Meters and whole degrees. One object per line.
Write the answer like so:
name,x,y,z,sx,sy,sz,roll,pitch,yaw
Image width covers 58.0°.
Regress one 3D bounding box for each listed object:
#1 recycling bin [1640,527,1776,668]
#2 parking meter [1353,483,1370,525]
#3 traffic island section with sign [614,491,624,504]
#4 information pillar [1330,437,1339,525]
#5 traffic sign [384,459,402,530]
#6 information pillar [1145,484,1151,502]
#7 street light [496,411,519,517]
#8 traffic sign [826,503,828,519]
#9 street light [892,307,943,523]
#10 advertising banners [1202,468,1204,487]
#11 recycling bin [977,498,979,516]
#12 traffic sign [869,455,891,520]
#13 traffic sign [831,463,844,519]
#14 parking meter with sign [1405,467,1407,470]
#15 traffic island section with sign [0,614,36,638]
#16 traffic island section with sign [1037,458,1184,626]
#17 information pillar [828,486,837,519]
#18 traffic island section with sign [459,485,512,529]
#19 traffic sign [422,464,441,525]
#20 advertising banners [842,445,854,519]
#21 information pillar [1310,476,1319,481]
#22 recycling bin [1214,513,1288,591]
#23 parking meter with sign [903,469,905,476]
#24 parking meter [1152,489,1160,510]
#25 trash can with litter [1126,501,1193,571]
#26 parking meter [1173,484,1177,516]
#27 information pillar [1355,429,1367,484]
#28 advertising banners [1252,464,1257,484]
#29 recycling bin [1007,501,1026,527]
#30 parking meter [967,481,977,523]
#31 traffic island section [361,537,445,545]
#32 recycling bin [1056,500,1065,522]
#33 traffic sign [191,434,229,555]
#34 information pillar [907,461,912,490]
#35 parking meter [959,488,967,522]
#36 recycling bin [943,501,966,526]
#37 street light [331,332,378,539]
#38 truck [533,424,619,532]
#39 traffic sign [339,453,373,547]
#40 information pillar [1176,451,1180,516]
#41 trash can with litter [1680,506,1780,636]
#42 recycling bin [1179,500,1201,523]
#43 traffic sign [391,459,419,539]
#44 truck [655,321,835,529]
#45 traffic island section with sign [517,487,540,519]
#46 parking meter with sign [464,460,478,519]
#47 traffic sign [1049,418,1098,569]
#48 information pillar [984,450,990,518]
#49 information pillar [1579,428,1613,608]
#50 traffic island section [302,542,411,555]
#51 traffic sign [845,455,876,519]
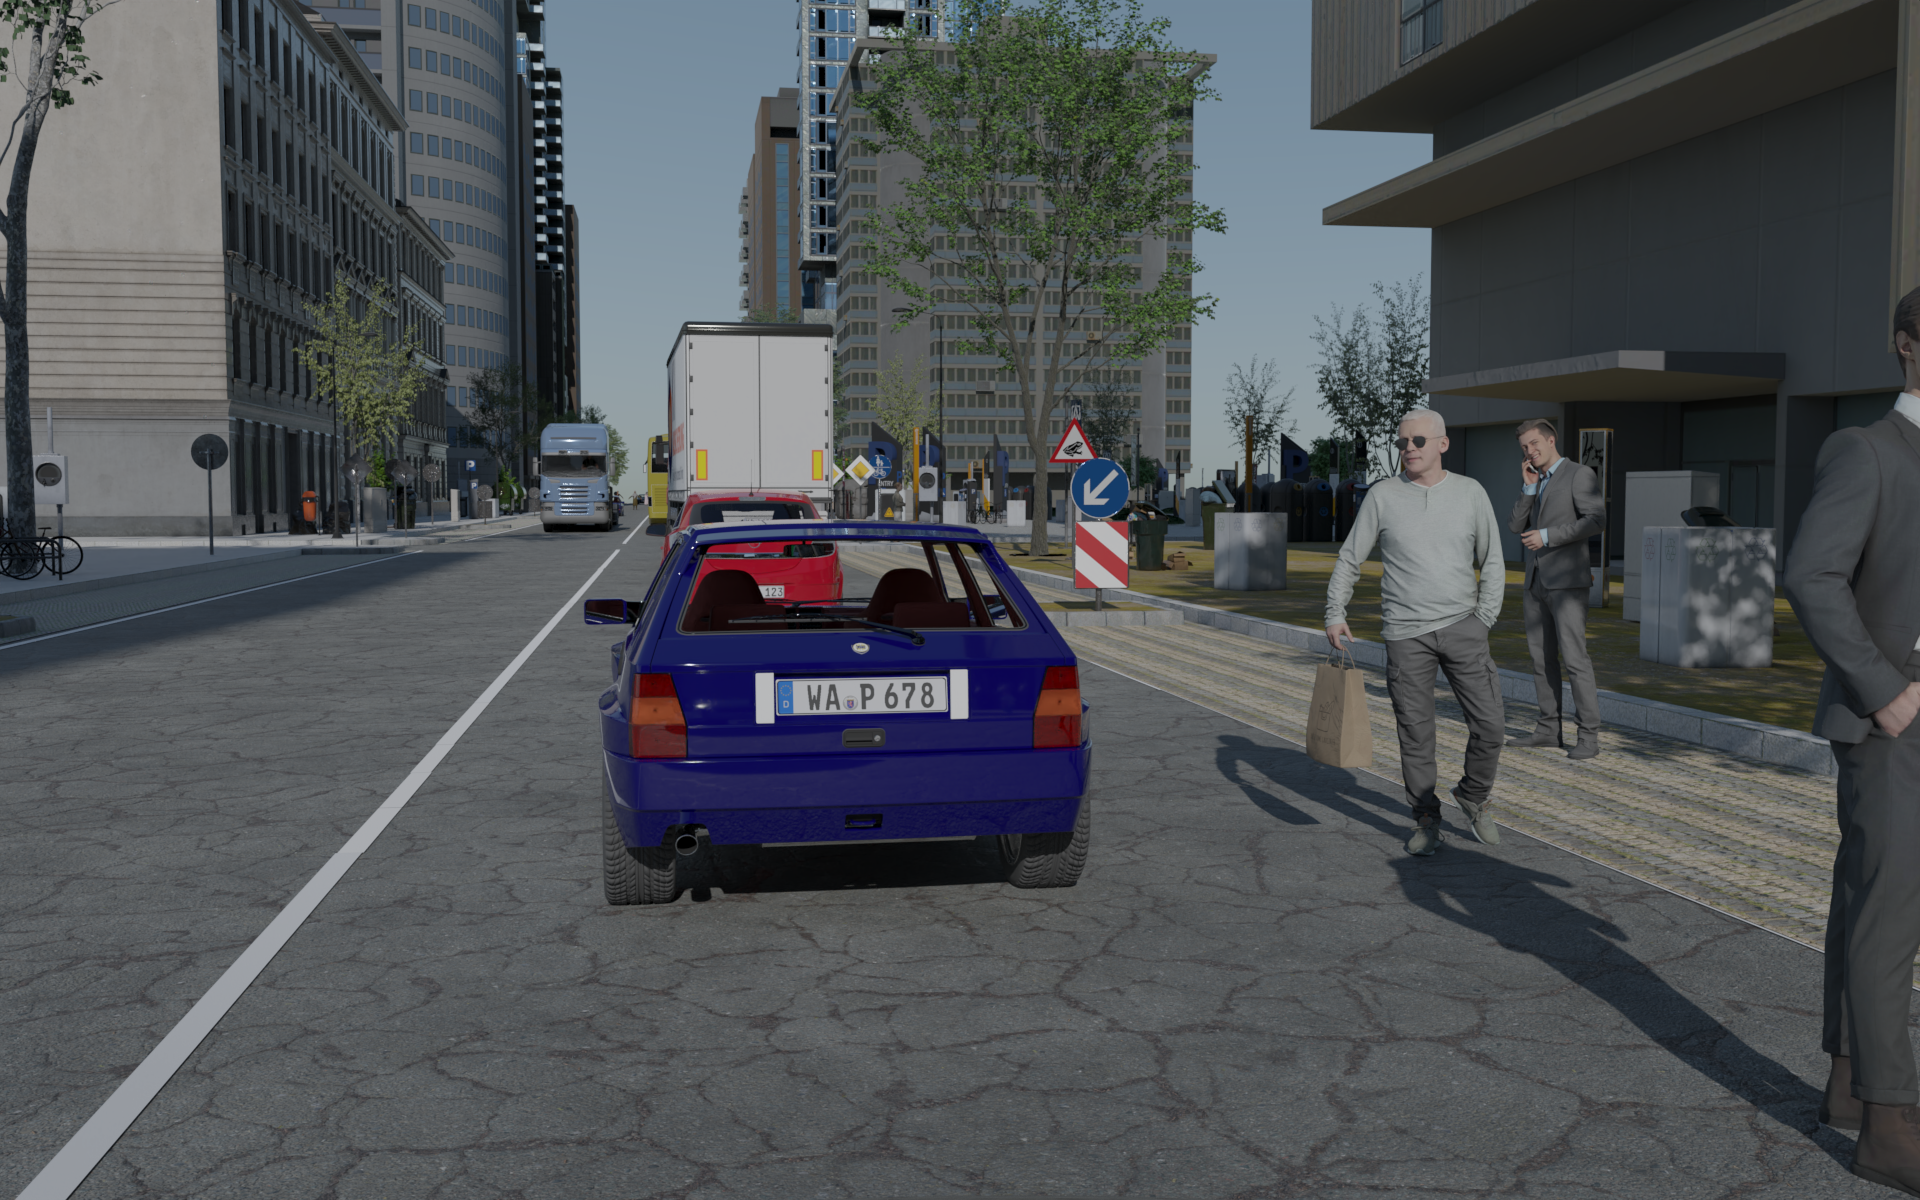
recycling bin,5.642,-0.033,13.095,0.722,1.027,0.722,0,4,-3
parking meter,9.460,-1.982,40.811,0.372,1.533,0.369,0,3,0
traffic island section with sign,-50.771,-15.131,256.016,1.989,1.847,2.006,-1,4,-10
information pillar,15.427,-4.898,71.442,0.183,3.616,0.504,-2,4,-30
traffic sign,-20.358,-3.812,62.431,0.768,2.556,0.104,0,3,0
information pillar,13.026,-7.084,120.312,0.304,2.012,0.304,-3,5,-43
street light,-25.345,-7.607,96.916,1.470,5.913,1.316,-1,4,-10
traffic sign,-5.658,-4.498,73.646,0.768,2.556,0.104,-1,4,-9
street light,-1.010,-4.329,43.325,1.470,5.913,1.316,-1,4,-10
advertising banners,15.999,-7.293,115.432,0.090,3.025,2.074,1,4,22
recycling bin,0.691,-5.566,103.556,0.722,1.027,0.722,2,4,33
traffic sign,-2.617,-3.442,56.375,0.768,2.556,0.104,0,4,-7
traffic sign,-3.861,-2.955,51.954,0.795,2.450,0.064,-1,4,-10
parking meter with sign,27.399,-6.683,105.525,0.543,3.016,1.738,0,4,-7
traffic island section with sign,-10.515,-0.533,17.345,1.989,1.847,2.006,-1,4,-10
traffic island section with sign,1.297,-0.671,19.595,1.989,1.847,2.006,-1,4,-10
information pillar,-5.681,-4.454,77.316,0.304,2.012,0.304,3,4,38
traffic island section with sign,-19.758,-3.885,72.143,1.989,1.847,2.006,-1,4,-10
traffic sign,-22.114,-4.430,72.537,0.768,2.556,0.104,0,4,-5
advertising banners,-4.118,-4.109,63.377,0.090,3.025,2.074,0,4,7
information pillar,14.808,-4.155,72.426,0.304,2.012,0.304,-1,4,-15
recycling bin,3.904,-0.656,23.276,0.722,1.027,0.722,-2,4,-29
parking meter with sign,-4.258,-7.573,120.076,0.543,3.016,1.738,1,4,12
parking meter,9.244,-4.486,81.762,0.372,1.533,0.369,0,3,0
trash can with litter,3.369,-1.088,29.181,1.055,1.170,0.624,-2,4,-29
parking meter,12.602,-5.825,100.950,0.255,1.863,0.399,1,4,21
information pillar,14.446,-4.352,62.506,0.504,3.616,0.183,-2,4,-26
advertising banners,17.214,-6.225,97.961,0.090,3.025,2.074,-3,5,-41
recycling bin,2.193,-3.363,67.542,0.722,1.027,0.722,0,4,2
parking meter,0.543,-4.381,77.341,0.399,1.863,0.255,-2,4,-31
traffic island section,-16.010,-1.695,49.995,2.009,0.180,2.903,-1,4,-10
recycling bin,4.827,-4.043,78.658,0.722,1.027,0.722,-2,4,-26
traffic sign,-15.807,-2.227,36.510,0.768,2.556,0.104,0,4,-5
information pillar,-3.464,-7.804,118.957,0.183,3.616,0.504,2,4,28
parking meter,0.135,-4.270,78.231,0.372,1.533,0.369,0,3,0
recycling bin,-0.253,-2.919,60.278,0.722,1.027,0.722,2,4,26
street light,-17.392,-4.724,49.778,1.470,5.913,1.316,-1,4,-10
truck,-15.640,-5.032,72.027,2.967,4.110,18.799,-1,4,-10
traffic sign,-14.660,-2.350,42.063,0.795,2.450,0.064,-1,4,-10
information pillar,11.858,-6.288,94.158,0.183,3.616,0.504,-1,4,-12
trash can with litter,6.835,-0.239,15.295,0.624,1.170,1.055,-1,4,-12
recycling bin,10.152,-3.909,76.472,0.722,1.027,0.722,3,5,42
traffic sign,-15.988,-2.831,49.937,0.795,2.450,0.064,-1,4,-10
truck,-4.385,-2.745,33.802,2.839,4.237,11.283,-1,4,-11
traffic island section with sign,-24.310,-5.537,99.163,1.989,1.847,2.006,-1,4,-10
parking meter with sign,-24.907,-5.642,88.506,0.543,3.016,1.738,-2,4,-23
traffic sign,1.943,-1.808,29.558,0.884,2.594,0.081,0,4,-7
information pillar,1.447,-6.232,93.249,0.183,3.616,0.504,-2,4,-29
information pillar,7.167,-0.922,19.565,0.304,2.012,0.304,2,4,32
traffic island section,-14.682,-1.213,42.121,2.009,0.180,2.903,-1,4,-10
traffic sign,-2.533,-2.473,44.080,0.795,2.450,0.064,-1,4,-10
